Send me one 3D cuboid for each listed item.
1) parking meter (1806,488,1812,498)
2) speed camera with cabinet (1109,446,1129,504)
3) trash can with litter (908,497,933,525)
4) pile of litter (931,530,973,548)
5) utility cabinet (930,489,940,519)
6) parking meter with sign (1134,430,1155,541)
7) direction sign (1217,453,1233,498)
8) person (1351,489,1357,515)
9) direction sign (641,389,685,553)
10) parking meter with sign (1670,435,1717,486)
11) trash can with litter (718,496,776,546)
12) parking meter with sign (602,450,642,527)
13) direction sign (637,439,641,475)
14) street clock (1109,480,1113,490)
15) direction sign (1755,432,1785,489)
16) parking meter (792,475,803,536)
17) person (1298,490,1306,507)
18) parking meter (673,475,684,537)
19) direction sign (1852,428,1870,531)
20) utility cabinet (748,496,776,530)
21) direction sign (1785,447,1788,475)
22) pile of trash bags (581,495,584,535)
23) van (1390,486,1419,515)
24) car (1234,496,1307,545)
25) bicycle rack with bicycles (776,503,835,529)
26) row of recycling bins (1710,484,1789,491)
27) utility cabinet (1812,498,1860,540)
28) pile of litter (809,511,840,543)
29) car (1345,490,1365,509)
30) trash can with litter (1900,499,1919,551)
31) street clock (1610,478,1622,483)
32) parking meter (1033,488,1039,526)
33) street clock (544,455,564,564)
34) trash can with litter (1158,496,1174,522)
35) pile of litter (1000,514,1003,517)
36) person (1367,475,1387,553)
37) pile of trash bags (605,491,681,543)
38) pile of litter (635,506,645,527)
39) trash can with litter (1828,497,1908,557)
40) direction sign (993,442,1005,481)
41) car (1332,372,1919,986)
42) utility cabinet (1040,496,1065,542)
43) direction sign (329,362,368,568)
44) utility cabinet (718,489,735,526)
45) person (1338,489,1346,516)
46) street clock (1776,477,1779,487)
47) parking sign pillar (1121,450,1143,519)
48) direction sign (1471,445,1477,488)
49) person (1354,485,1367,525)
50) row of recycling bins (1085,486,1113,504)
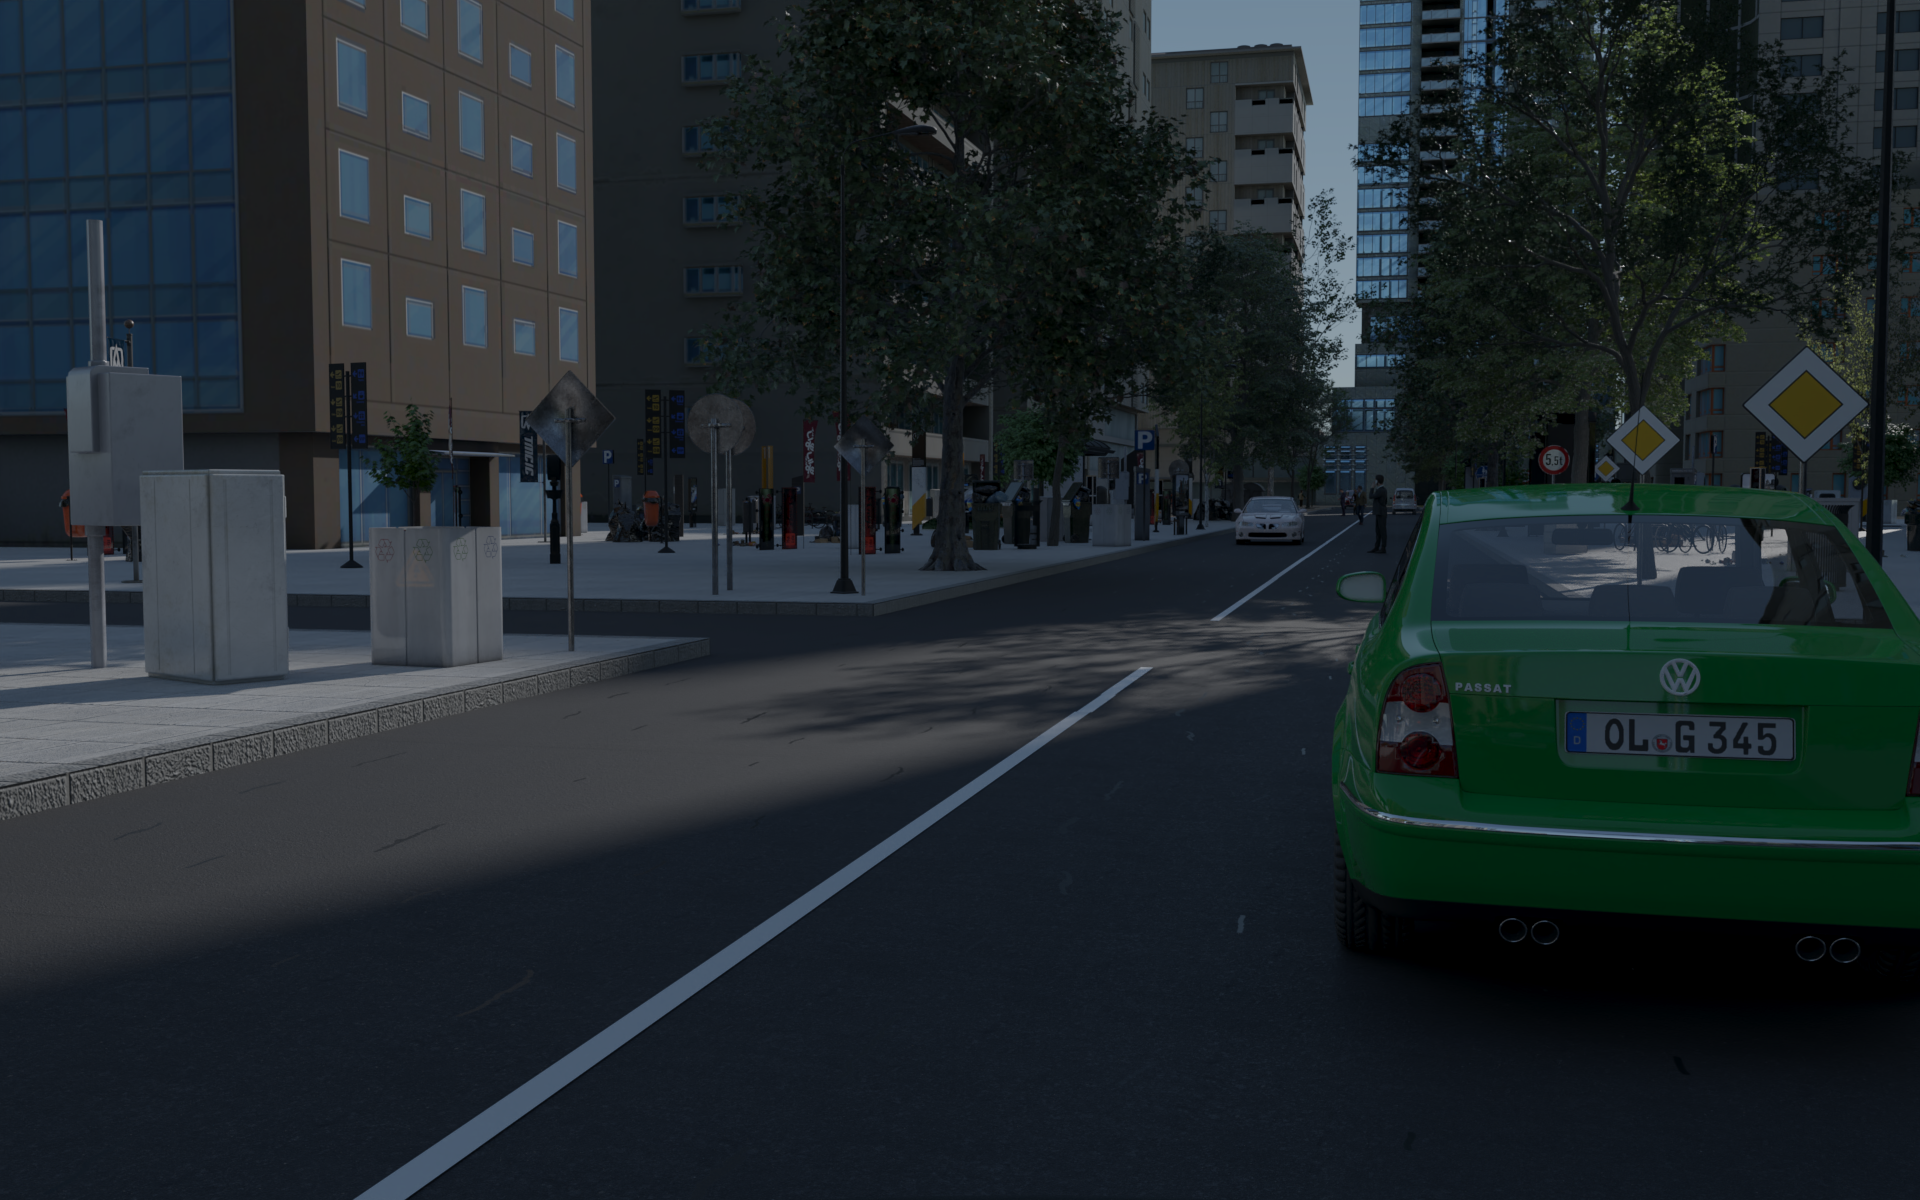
[{"bbox_3d":[36.952,-4.106,75.544,0.372,1.533,0.369,0,3,0],"label":"parking meter"},{"bbox_3d":[6.602,-4.772,72.350,0.660,3.252,2.038,0,4,-4],"label":"speed camera with cabinet"},{"bbox_3d":[-1.011,-3.756,72.461,2.233,1.210,1.678,0,4,4],"label":"trash can with litter"},{"bbox_3d":[-0.087,-1.701,41.775,1.176,0.858,1.719,2,4,34],"label":"pile of litter"},{"bbox_3d":[-0.886,-4.398,80.586,0.318,1.500,1.173,3,5,41],"label":"utility cabinet"},{"bbox_3d":[5.072,-3.169,48.066,0.543,3.016,1.738,0,4,3],"label":"parking meter with sign"},{"bbox_3d":[13.653,-5.938,89.078,0.876,3.537,0.379,1,4,18],"label":"direction sign"},{"bbox_3d":[27.369,-6.758,119.507,1.217,1.766,0.721,-3,5,-41],"label":"person"},{"bbox_3d":[-6.404,-2.794,37.683,0.876,3.537,0.379,-2,4,-25],"label":"direction sign"},{"bbox_3d":[21.589,-3.392,51.715,1.738,3.016,0.543,2,4,33],"label":"parking meter with sign"},{"bbox_3d":[-5.249,-1.966,43.207,1.678,1.210,2.233,-1,4,-17],"label":"trash can with litter"},{"bbox_3d":[-13.420,-4.449,68.999,0.543,3.016,1.738,2,4,32],"label":"parking meter with sign"},{"bbox_3d":[-12.953,-4.850,71.289,0.379,3.537,0.876,2,4,35],"label":"direction sign"},{"bbox_3d":[7.669,-5.120,88.274,0.358,2.002,0.471,2,4,26],"label":"street clock"},{"bbox_3d":[29.330,-4.338,62.916,0.876,3.537,0.379,2,4,32],"label":"direction sign"},{"bbox_3d":[-5.002,-2.909,53.273,0.399,1.863,0.255,0,4,1],"label":"parking meter"},{"bbox_3d":[34.362,-10.130,174.214,0.705,1.812,1.348,-2,4,-28],"label":"person"},{"bbox_3d":[-8.450,-2.830,51.987,0.255,1.863,0.399,-1,4,-16],"label":"parking meter"},{"bbox_3d":[30.975,-4.124,59.428,0.876,3.537,0.379,-1,4,-17],"label":"direction sign"},{"bbox_3d":[-7.091,-3.102,61.881,1.020,1.237,0.306,2,4,26],"label":"utility cabinet"},{"bbox_3d":[34.329,-4.947,72.877,0.876,3.537,0.379,2,4,33],"label":"direction sign"},{"bbox_3d":[-13.233,-2.757,54.833,3.447,1.369,1.912,2,4,33],"label":"pile of trash bags"},{"bbox_3d":[31.211,-7.013,121.668,2.013,2.044,4.112,1,4,14],"label":"van"},{"bbox_3d":[9.054,-2.326,50.395,2.083,1.381,4.827,1,4,13],"label":"car"},{"bbox_3d":[-6.385,-3.429,69.440,2.925,0.926,2.852,0,4,-4],"label":"bicycle rack with bicycles"},{"bbox_3d":[33.758,-4.120,74.469,3.534,1.692,1.069,0,4,2],"label":"row of recycling bins"},{"bbox_3d":[14.227,-1.064,28.558,1.020,1.237,0.306,1,4,13],"label":"utility cabinet"},{"bbox_3d":[-3.100,-1.945,45.772,1.719,0.858,1.176,0,4,3],"label":"pile of litter"},{"bbox_3d":[37.327,-9.510,164.162,2.281,1.827,5.304,1,4,12],"label":"car"},{"bbox_3d":[21.748,-1.680,38.863,1.055,1.170,0.624,0,4,4],"label":"trash can with litter"},{"bbox_3d":[29.777,-4.529,78.616,0.471,2.002,0.358,3,4,38],"label":"street clock"},{"bbox_3d":[3.168,-3.808,70.669,0.372,1.533,0.369,0,3,0],"label":"parking meter"},{"bbox_3d":[-7.454,-1.668,31.840,0.358,2.002,0.471,-1,4,-9],"label":"street clock"},{"bbox_3d":[9.748,-4.231,80.226,1.678,1.210,2.233,2,4,33],"label":"trash can with litter"},{"bbox_3d":[2.153,-4.325,84.685,1.719,0.858,1.176,-1,4,-14],"label":"pile of litter"},{"bbox_3d":[10.100,-2.081,41.887,0.474,1.900,0.648,1,4,12],"label":"person"},{"bbox_3d":[-8.412,-2.239,46.363,1.912,1.369,3.447,-1,4,-17],"label":"pile of trash bags"},{"bbox_3d":[-11.419,-3.032,63.541,1.176,0.858,1.719,1,4,18],"label":"pile of litter"},{"bbox_3d":[18.335,-1.514,35.806,1.678,1.210,2.233,-3,5,-42],"label":"trash can with litter"},{"bbox_3d":[1.624,-4.927,72.549,0.379,3.537,0.876,2,4,34],"label":"direction sign"},{"bbox_3d":[2.395,0.137,6.561,1.959,1.807,4.718,1,4,15],"label":"car"},{"bbox_3d":[2.606,-2.187,46.916,0.306,1.237,1.020,3,5,44],"label":"utility cabinet"},{"bbox_3d":[-10.571,-2.324,29.989,0.876,3.537,0.379,2,4,28],"label":"direction sign"},{"bbox_3d":[-9.411,-3.729,69.654,0.318,1.500,1.173,1,4,15],"label":"utility cabinet"},{"bbox_3d":[24.868,-6.354,112.830,0.568,1.767,0.683,-1,4,-19],"label":"person"},{"bbox_3d":[33.088,-4.041,70.635,0.358,2.002,0.471,-3,4,-36],"label":"street clock"},{"bbox_3d":[9.069,-6.242,90.534,1.447,3.967,1.447,1,4,13],"label":"parking sign pillar"},{"bbox_3d":[23.626,-5.363,79.682,0.379,3.537,0.876,2,4,32],"label":"direction sign"},{"bbox_3d":[18.763,-4.450,81.164,0.656,1.842,0.836,1,4,21],"label":"person"},{"bbox_3d":[6.607,-4.867,86.687,3.534,1.692,1.069,0,4,-8],"label":"row of recycling bins"}]
